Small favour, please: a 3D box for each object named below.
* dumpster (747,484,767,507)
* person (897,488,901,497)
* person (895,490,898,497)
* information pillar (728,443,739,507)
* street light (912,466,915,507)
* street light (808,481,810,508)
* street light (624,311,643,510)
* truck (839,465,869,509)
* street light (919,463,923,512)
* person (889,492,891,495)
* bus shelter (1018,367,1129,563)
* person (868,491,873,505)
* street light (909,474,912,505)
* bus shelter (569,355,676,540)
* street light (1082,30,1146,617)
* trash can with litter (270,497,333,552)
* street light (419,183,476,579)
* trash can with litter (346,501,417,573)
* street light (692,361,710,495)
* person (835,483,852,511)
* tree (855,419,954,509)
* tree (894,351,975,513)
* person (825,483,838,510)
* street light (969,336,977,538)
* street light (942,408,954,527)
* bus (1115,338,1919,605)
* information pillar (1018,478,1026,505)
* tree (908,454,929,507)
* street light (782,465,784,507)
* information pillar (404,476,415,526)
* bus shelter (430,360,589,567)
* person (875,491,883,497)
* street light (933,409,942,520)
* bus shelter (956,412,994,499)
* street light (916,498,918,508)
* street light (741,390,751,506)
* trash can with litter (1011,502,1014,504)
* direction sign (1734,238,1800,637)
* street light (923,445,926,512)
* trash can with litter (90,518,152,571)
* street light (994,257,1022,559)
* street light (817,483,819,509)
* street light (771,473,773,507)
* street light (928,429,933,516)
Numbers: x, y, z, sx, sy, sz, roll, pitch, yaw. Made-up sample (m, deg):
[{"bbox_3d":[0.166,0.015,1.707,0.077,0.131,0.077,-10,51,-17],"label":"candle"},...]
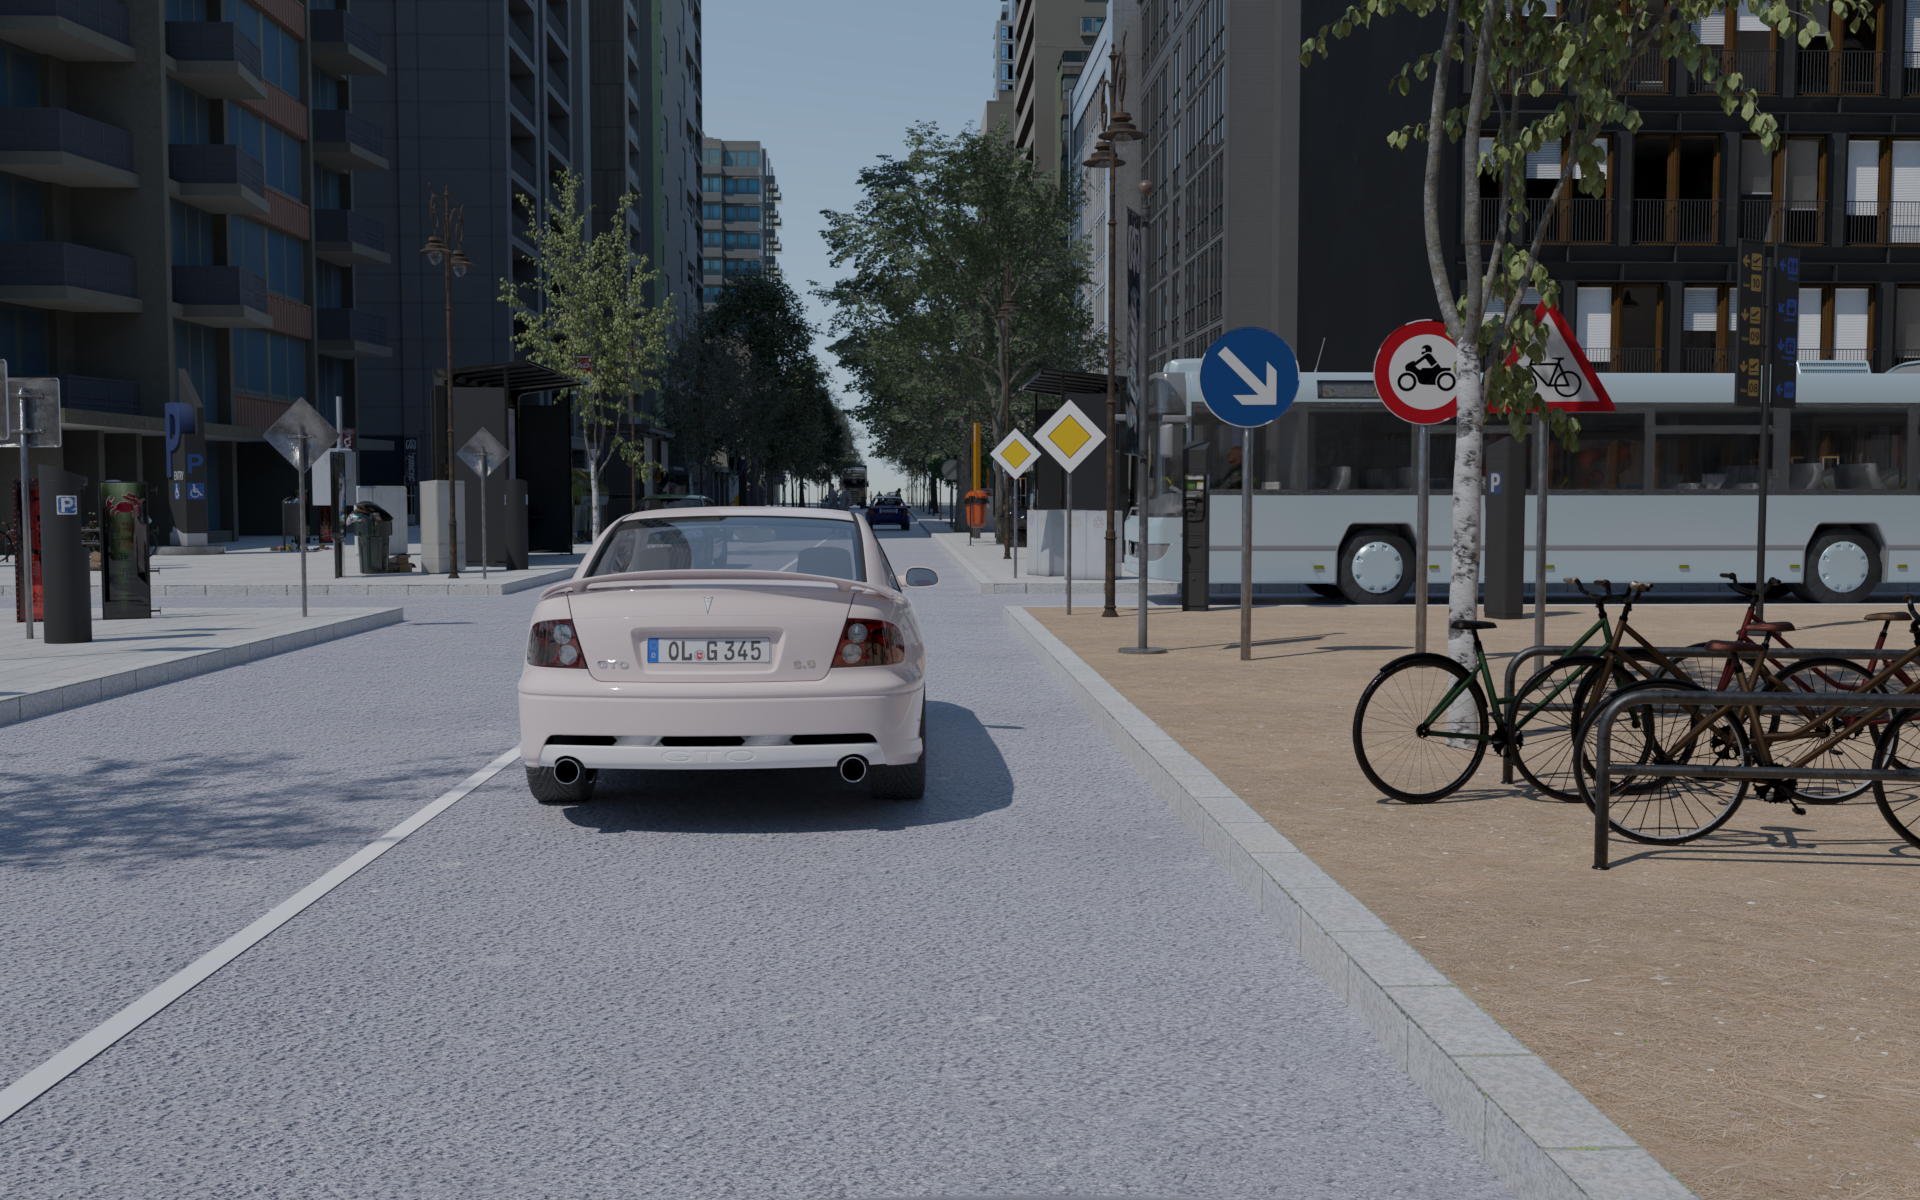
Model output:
[{"bbox_3d":[-11.869,-5.778,100.236,1.264,1.857,1.865,0,4,-2],"label":"dumpster"},{"bbox_3d":[-3.736,-6.054,107.496,0.705,1.823,1.348,0,4,3],"label":"person"},{"bbox_3d":[-4.603,-7.360,129.663,0.721,1.723,1.217,1,4,19],"label":"person"},{"bbox_3d":[-10.231,-5.312,78.199,0.504,3.616,0.183,-3,5,-39],"label":"information pillar"},{"bbox_3d":[-3.976,-11.453,160.044,0.468,5.910,1.993,0,4,-2],"label":"street light"},{"bbox_3d":[-11.873,-9.991,136.140,0.468,5.910,1.993,0,4,-2],"label":"street light"},{"bbox_3d":[-8.237,-4.334,43.651,0.468,5.910,1.993,0,4,-2],"label":"street light"},{"bbox_3d":[-10.304,-11.023,169.140,2.839,4.237,11.283,0,4,-3],"label":"truck"},{"bbox_3d":[-2.673,-9.419,126.793,0.468,5.910,1.993,0,4,-2],"label":"street light"},{"bbox_3d":[-9.722,-13.876,236.191,0.721,1.723,1.217,-1,4,-14],"label":"person"},{"bbox_3d":[2.261,-2.688,35.230,1.731,3.624,6.357,0,4,-2],"label":"bus shelter"},{"bbox_3d":[-11.966,-13.678,232.149,0.705,1.823,1.348,-2,4,-23],"label":"person"},{"bbox_3d":[-4.725,-12.514,177.399,0.468,5.910,1.993,0,4,-2],"label":"street light"},{"bbox_3d":[-10.321,-4.601,52.864,2.179,5.291,8.768,0,4,-2],"label":"bus shelter"},{"bbox_3d":[1.569,-2.761,17.925,0.468,5.910,1.993,0,4,-2],"label":"street light"},{"bbox_3d":[-14.937,-1.744,39.574,1.678,1.210,2.233,1,4,16],"label":"trash can with litter"},{"bbox_3d":[-7.695,-3.264,26.147,0.468,5.910,1.993,0,4,-2],"label":"street light"},{"bbox_3d":[-9.385,-1.023,28.118,0.624,1.170,1.055,2,4,24],"label":"trash can with litter"},{"bbox_3d":[-9.008,-5.349,60.244,0.468,5.910,1.993,0,4,-2],"label":"street light"},{"bbox_3d":[-3.865,-2.978,57.371,0.473,1.802,0.592,-1,4,-20],"label":"person"},{"bbox_3d":[-2.594,-14.734,151.271,12.009,13.543,11.850,0,3,0],"label":"tree"},{"bbox_3d":[-1.770,-11.649,116.215,9.928,11.665,9.643,0,3,0],"label":"tree"},{"bbox_3d":[-4.550,-3.244,61.668,0.853,1.813,0.709,0,4,1],"label":"person"},{"bbox_3d":[0.364,-4.771,50.798,0.468,5.910,1.993,0,4,-2],"label":"street light"},{"bbox_3d":[-0.333,-5.795,67.544,0.468,5.910,1.993,0,4,-2],"label":"street light"},{"bbox_3d":[8.061,-1.728,23.109,13.247,3.499,2.948,0,4,-2],"label":"bus"},{"bbox_3d":[2.858,-4.625,80.107,0.304,2.012,0.304,-2,4,-25],"label":"information pillar"},{"bbox_3d":[-3.348,-13.589,172.547,4.737,8.622,4.395,0,3,0],"label":"tree"},{"bbox_3d":[-10.507,-7.943,102.653,0.468,5.910,1.993,0,4,-2],"label":"street light"},{"bbox_3d":[-22.195,-3.998,69.860,0.304,2.012,0.304,0,4,7],"label":"information pillar"},{"bbox_3d":[-8.534,-2.574,33.371,1.731,3.624,6.357,0,4,-2],"label":"bus shelter"},{"bbox_3d":[-7.500,-9.287,161.067,1.217,1.736,0.721,0,4,-1],"label":"person"},{"bbox_3d":[-0.956,-6.827,84.411,0.468,5.910,1.993,0,4,-2],"label":"street light"},{"bbox_3d":[0.718,-6.413,82.479,2.179,5.291,8.768,0,4,-2],"label":"bus shelter"},{"bbox_3d":[-3.290,-10.435,143.392,0.468,5.910,1.993,0,4,-2],"label":"street light"},{"bbox_3d":[-9.578,-6.387,77.218,0.468,5.910,1.993,0,4,-2],"label":"street light"},{"bbox_3d":[1.857,-2.957,59.728,1.055,1.170,0.624,2,4,34],"label":"trash can with litter"},{"bbox_3d":[7.273,-1.447,15.660,0.876,3.537,0.379,-2,4,-32],"label":"direction sign"},{"bbox_3d":[-1.934,-8.357,109.420,0.468,5.910,1.993,0,4,-2],"label":"street light"},{"bbox_3d":[-14.244,-1.092,29.249,0.624,1.170,1.055,1,4,14],"label":"trash can with litter"},{"bbox_3d":[0.936,-3.746,34.029,0.468,5.910,1.993,0,4,-2],"label":"street light"},{"bbox_3d":[-12.531,-11.006,152.737,0.468,5.910,1.993,0,4,-2],"label":"street light"},{"bbox_3d":[-10.189,-7.403,93.819,0.468,5.910,1.993,0,4,-2],"label":"street light"},{"bbox_3d":[-1.540,-7.842,101.012,0.468,5.910,1.993,0,4,-2],"label":"street light"}]
